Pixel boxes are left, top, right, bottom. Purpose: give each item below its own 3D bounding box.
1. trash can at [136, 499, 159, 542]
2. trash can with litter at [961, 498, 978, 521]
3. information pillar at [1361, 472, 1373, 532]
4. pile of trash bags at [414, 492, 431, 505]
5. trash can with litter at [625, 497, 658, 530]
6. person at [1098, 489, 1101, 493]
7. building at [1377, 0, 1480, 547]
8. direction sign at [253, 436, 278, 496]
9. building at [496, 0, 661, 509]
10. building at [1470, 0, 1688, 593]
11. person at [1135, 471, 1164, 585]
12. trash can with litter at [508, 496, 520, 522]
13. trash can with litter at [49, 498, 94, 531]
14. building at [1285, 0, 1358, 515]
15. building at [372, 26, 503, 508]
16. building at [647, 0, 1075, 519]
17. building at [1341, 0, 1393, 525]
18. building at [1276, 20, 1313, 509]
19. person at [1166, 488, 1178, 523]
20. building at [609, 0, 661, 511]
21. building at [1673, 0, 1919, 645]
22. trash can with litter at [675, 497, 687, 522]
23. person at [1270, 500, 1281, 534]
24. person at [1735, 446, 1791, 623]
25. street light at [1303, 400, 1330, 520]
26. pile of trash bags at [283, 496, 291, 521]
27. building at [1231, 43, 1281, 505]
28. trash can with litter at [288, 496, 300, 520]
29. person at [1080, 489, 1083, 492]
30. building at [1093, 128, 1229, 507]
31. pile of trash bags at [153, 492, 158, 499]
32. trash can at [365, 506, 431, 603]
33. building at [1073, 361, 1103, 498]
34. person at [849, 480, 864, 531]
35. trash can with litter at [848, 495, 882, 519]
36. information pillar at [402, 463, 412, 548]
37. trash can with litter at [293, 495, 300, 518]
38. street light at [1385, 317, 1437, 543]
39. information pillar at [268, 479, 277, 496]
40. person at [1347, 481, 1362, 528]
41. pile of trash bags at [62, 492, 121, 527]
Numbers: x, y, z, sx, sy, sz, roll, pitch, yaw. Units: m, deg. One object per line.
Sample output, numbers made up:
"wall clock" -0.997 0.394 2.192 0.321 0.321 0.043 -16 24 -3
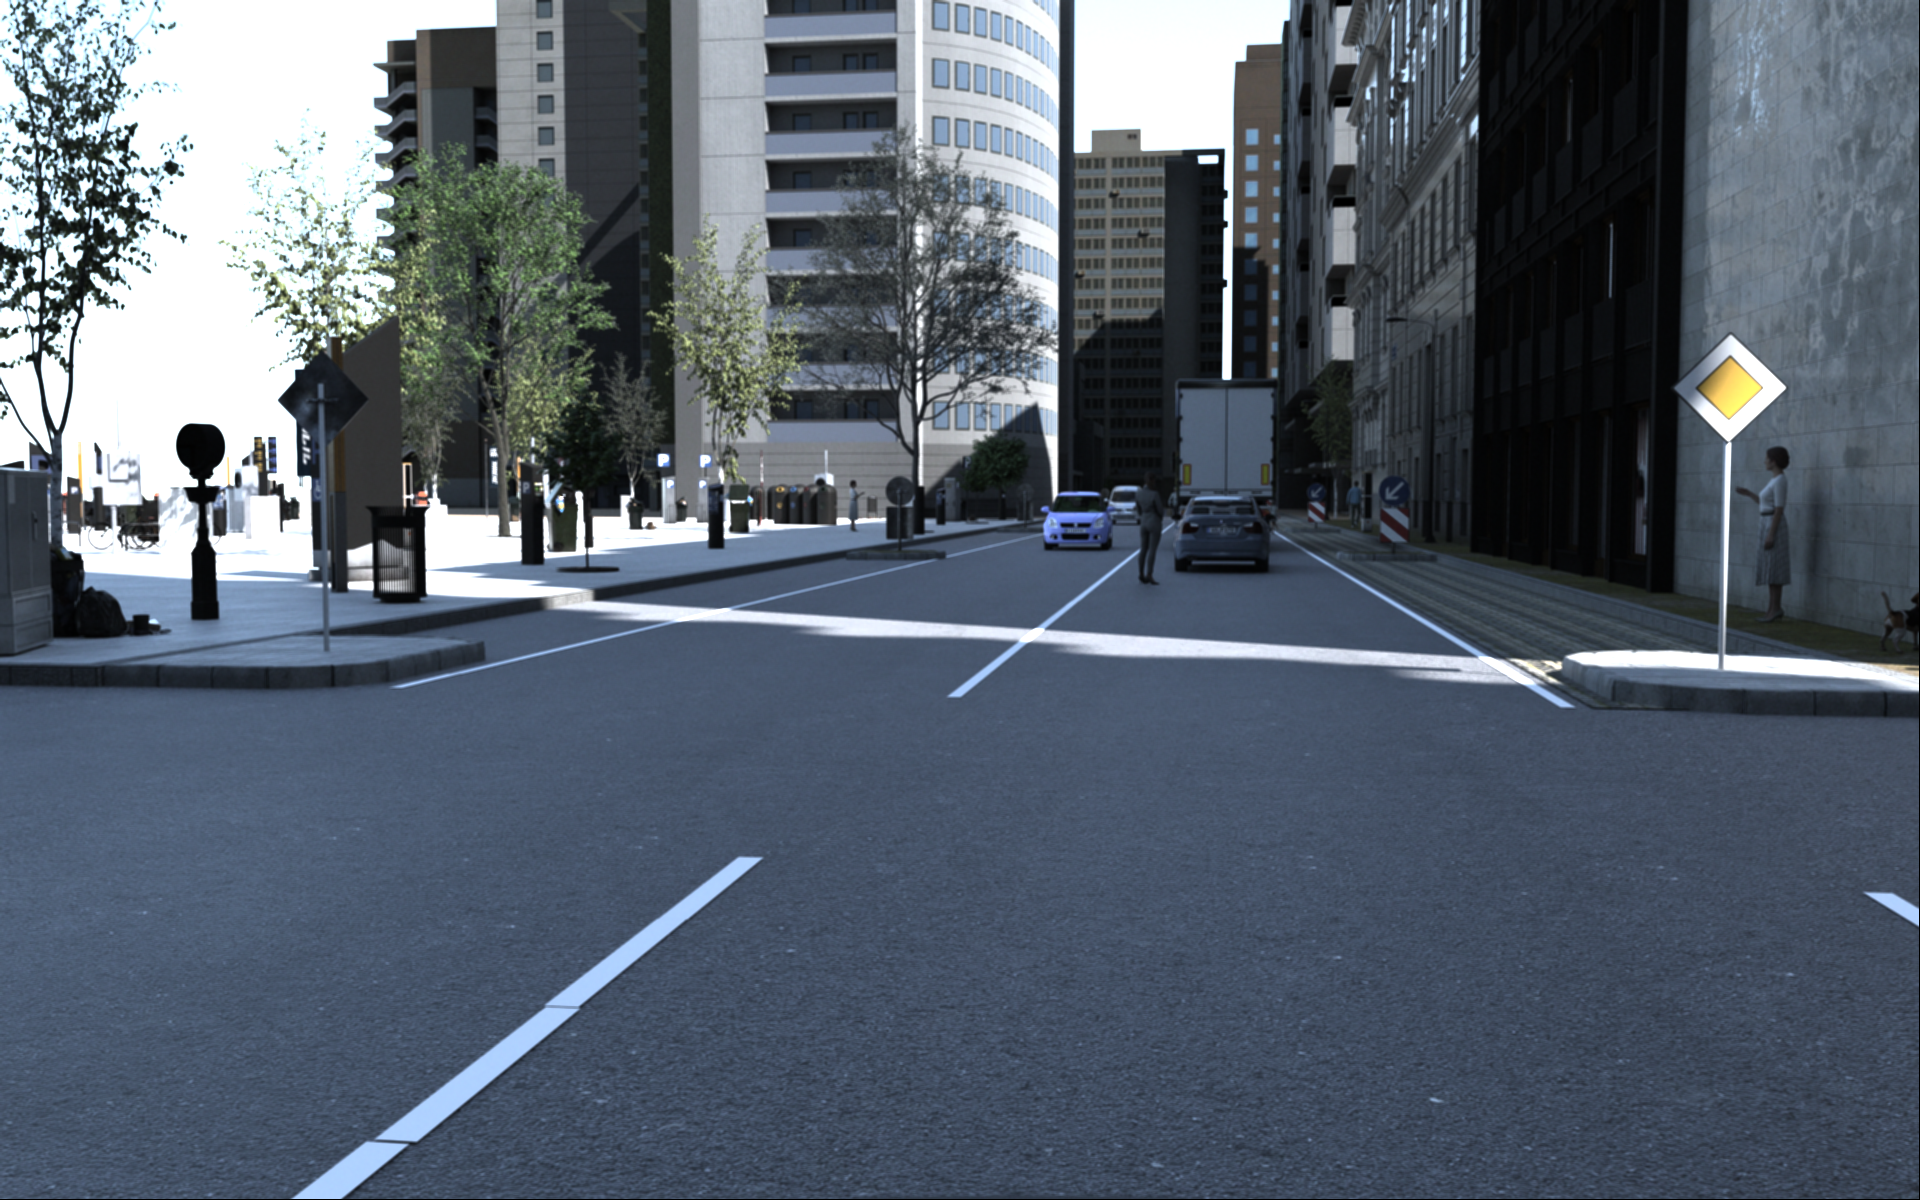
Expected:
"trash can" -21.895 -2.149 46.782 0.748 1.137 0.748 0 3 0
"trash can with litter" 0.289 -4.333 82.237 1.055 1.170 0.624 -1 4 -17
"information pillar" 13.734 -3.299 58.435 0.304 2.012 0.304 0 4 -1
"pile of trash bags" -23.296 -3.890 73.360 1.912 1.369 3.447 -3 4 -38
"trash can with litter" -11.394 -3.095 61.984 1.055 1.170 0.624 -2 4 -29
"person" 12.107 -8.792 150.454 0.621 1.740 0.551 0 4 6
"building" 19.214 -15.401 49.072 12.463 27.353 25.104 1 4 8
"direction sign" -27.085 -4.624 67.605 0.876 3.537 0.379 0 4 -7
"building" -28.655 -44.093 159.180 20.611 71.187 20.563 1 4 8
"building" 16.186 -12.174 28.716 12.332 23.373 15.834 1 4 8
"person" 3.051 -1.146 27.510 0.520 1.790 0.573 2 4 29
"trash can with litter" -20.296 -4.147 79.197 0.624 1.170 1.055 -1 4 -22
"trash can with litter" -31.518 -3.069 61.234 2.233 1.210 1.678 3 5 39
"building" 38.810 -33.093 130.313 28.713 52.752 27.495 1 4 8
"building" -45.584 -31.487 164.924 14.200 45.320 14.600 1 4 8
"building" -4.718 -34.332 103.325 21.231 58.520 28.212 1 4 8
"building" 23.935 -17.500 73.517 14.401 28.519 23.554 1 4 8
"building" 35.146 -28.686 152.608 14.154 41.232 14.086 1 4 8
"person" 10.546 -4.656 85.107 0.782 1.767 0.515 0 4 -6
"building" -7.123 -26.856 130.979 32.217 40.220 23.993 1 4 8
"building" 16.854 -9.843 15.680 16.860 20.320 10.420 1 4 8
"trash can with litter" -13.000 -4.149 79.219 1.055 1.170 0.624 0 4 3
"person" 11.218 -2.970 62.078 0.505 1.210 0.382 -1 4 -16
"person" 8.071 -0.659 17.387 0.524 1.755 0.480 1 4 19
"street light" 17.654 -6.929 85.831 1.470 5.913 1.316 1 4 8
"pile of trash bags" -32.410 -4.480 83.007 3.447 1.369 1.912 0 4 -3
"building" 34.748 -32.130 175.430 14.200 45.320 14.600 1 4 8
"trash can with litter" -32.793 -4.559 85.924 1.055 1.170 0.624 0 4 -1
"person" 8.516 -6.947 121.094 0.415 1.643 0.593 -1 4 -12
"building" 16.715 -30.276 186.900 23.993 40.220 32.217 1 4 8
"pile of trash bags" -40.024 -4.679 86.246 1.912 1.369 3.447 -2 4 -30
"trash can" -6.643 -0.542 20.521 0.748 1.137 0.748 0 3 0
"building" -3.380 -51.408 153.196 31.000 86.520 22.319 1 4 8
"person" -3.576 -3.246 59.682 0.524 1.755 0.480 -1 4 -17
"trash can with litter" -4.906 -4.761 88.906 2.233 1.210 1.678 -2 4 -29
"information pillar" -13.244 -2.244 41.189 0.304 2.012 0.304 1 4 16
"trash can with litter" -34.873 -4.903 91.217 1.678 1.210 2.233 -1 4 -14
"street light" 11.856 -4.465 45.546 1.470 5.913 1.316 1 4 8
"information pillar" -34.184 -4.996 86.177 0.304 2.012 0.304 3 4 38
"person" 14.970 -3.622 65.606 0.601 1.785 0.444 2 4 29
"pile of trash bags" -34.361 -3.611 68.793 3.447 1.369 1.912 1 4 21
